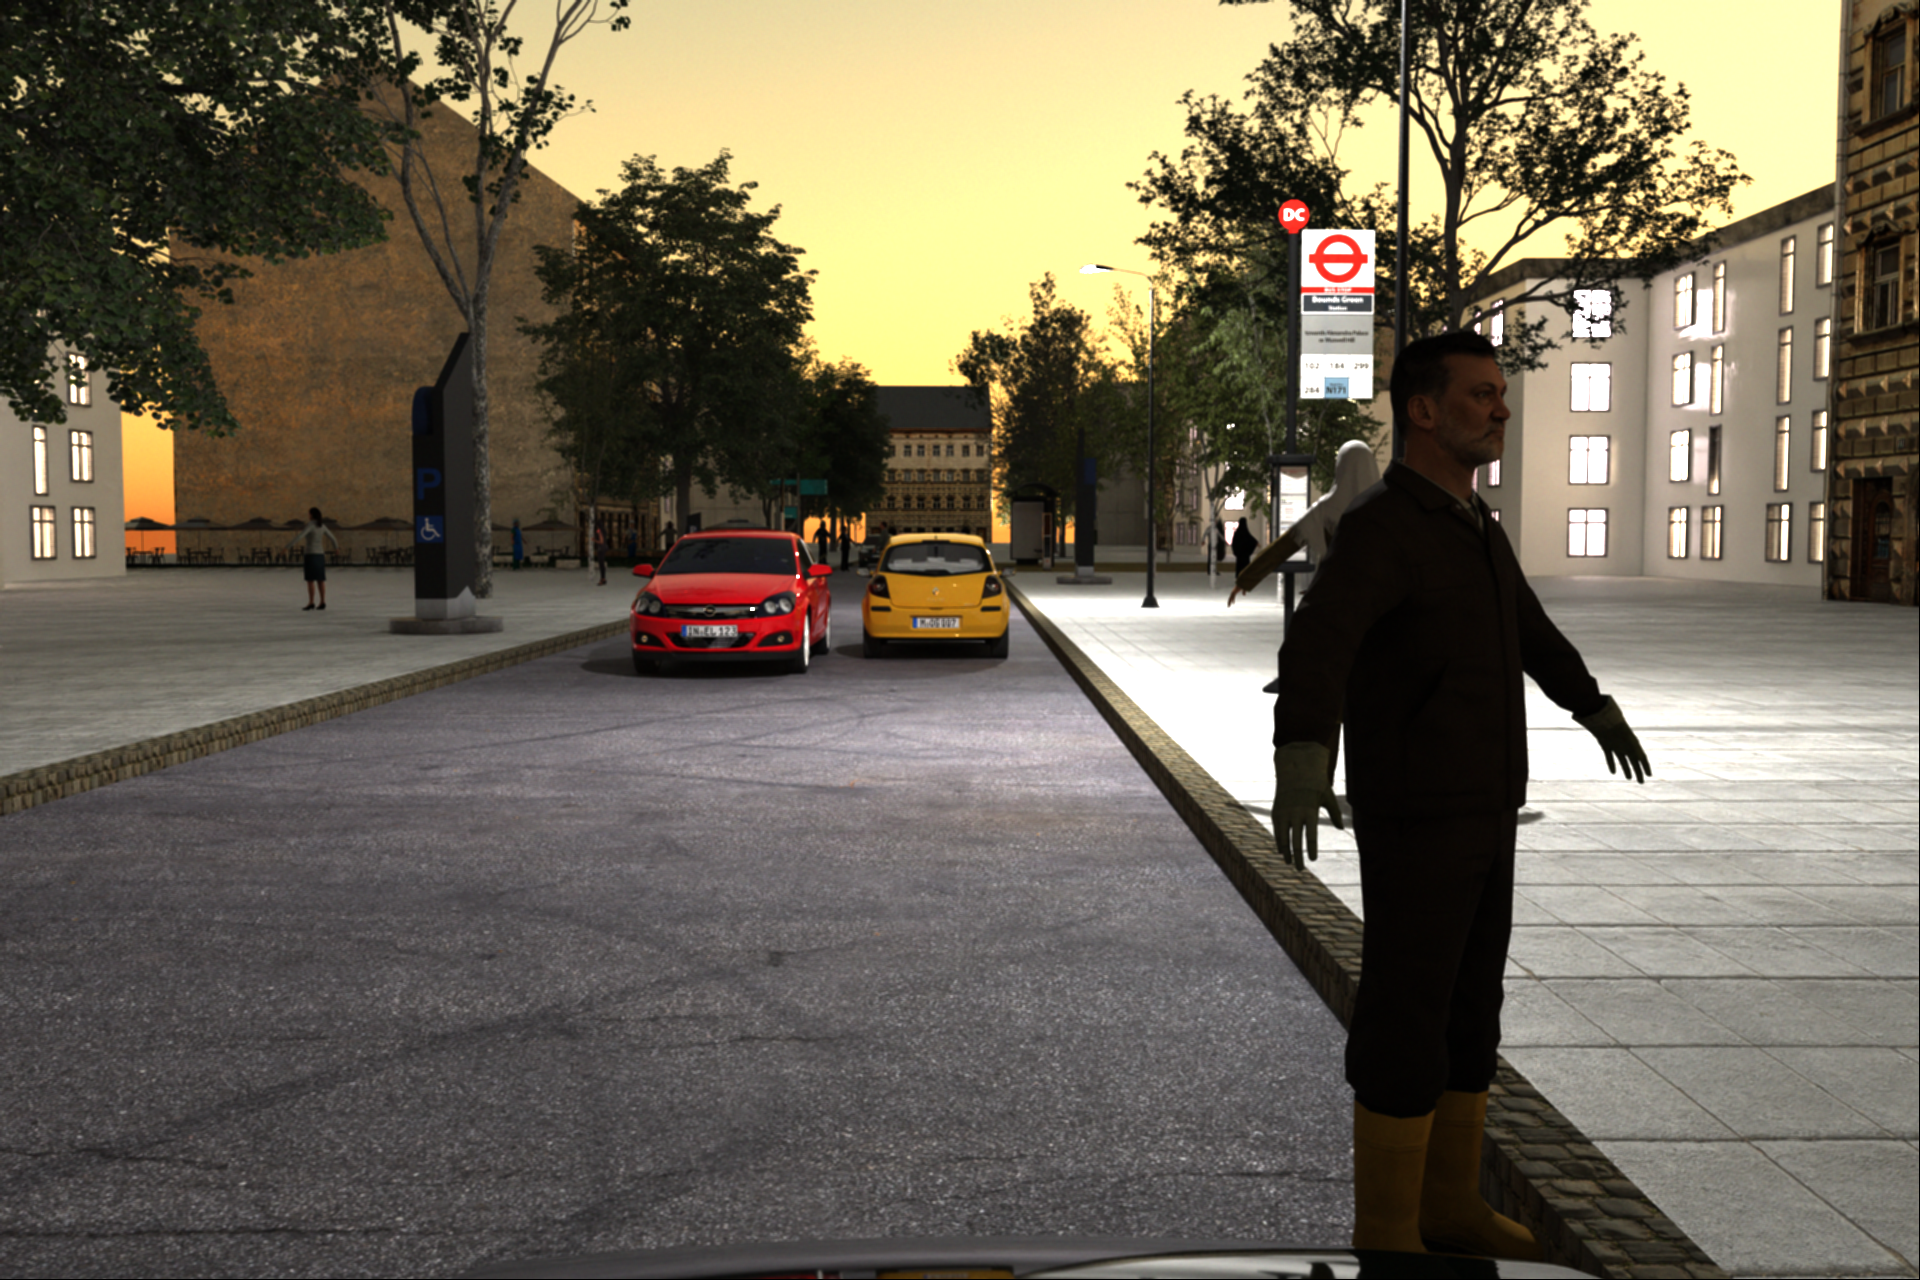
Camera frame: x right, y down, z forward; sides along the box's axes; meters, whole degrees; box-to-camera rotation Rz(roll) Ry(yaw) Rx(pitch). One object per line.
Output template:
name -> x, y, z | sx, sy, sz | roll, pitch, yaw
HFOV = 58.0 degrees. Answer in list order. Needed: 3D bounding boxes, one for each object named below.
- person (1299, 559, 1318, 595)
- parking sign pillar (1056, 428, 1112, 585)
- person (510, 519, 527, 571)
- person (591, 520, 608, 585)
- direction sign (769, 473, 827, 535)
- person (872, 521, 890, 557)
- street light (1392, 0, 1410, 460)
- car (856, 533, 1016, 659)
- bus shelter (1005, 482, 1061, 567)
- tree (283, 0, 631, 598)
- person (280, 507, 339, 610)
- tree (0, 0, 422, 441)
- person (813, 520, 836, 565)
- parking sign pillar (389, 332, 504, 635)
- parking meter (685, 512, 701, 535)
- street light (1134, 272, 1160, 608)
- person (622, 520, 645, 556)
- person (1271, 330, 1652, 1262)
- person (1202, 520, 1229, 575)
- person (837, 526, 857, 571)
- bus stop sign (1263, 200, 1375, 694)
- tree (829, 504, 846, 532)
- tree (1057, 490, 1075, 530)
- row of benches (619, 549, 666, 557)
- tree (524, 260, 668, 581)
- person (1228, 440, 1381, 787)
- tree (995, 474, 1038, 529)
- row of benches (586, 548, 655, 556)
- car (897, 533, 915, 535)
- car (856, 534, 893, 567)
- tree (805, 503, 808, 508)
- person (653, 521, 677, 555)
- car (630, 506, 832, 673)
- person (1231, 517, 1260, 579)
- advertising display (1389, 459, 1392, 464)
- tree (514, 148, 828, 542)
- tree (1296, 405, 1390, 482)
person -> 7.384, -1.875, 36.807 | 0.704, 1.811, 1.347 | 0, 4, 5
parking sign pillar -> 3.212, -3.435, 44.630 | 1.447, 3.967, 1.447 | 0, 4, 0
person -> -15.331, -3.296, 60.018 | 0.704, 1.817, 1.347 | 0, 4, 5
person -> -9.040, -2.195, 43.398 | 0.415, 1.643, 0.593 | -3, 4, -38
direction sign -> -7.034, -5.343, 76.127 | 2.525, 3.948, 1.411 | 0, 4, 1
person -> -2.173, -2.451, 48.805 | 0.705, 1.796, 1.348 | 1, 4, 14
street light -> 3.404, -2.365, 11.209 | 1.470, 5.913, 1.316 | 0, 3, 0
car -> -0.295, -0.682, 21.370 | 2.015, 1.641, 3.980 | 0, 4, -1
bus shelter -> 2.894, -4.638, 69.757 | 2.014, 3.302, 5.546 | 0, 4, 0
tree -> -11.023, -10.923, 34.487 | 12.611, 20.169, 13.585 | 0, 3, 0
person -> -10.983, -1.376, 29.330 | 0.721, 1.735, 1.217 | 2, 4, 27
tree -> -9.461, -6.675, 15.795 | 9.857, 13.997, 8.962 | 0, 3, 0
person -> -5.680, -4.050, 71.998 | 0.705, 1.856, 1.354 | 3, 5, 40
parking sign pillar -> -6.734, -2.087, 22.601 | 1.447, 3.967, 1.447 | 0, 4, 0
parking meter -> -7.181, -2.505, 46.661 | 0.399, 1.863, 0.255 | 0, 4, -1
street light -> 3.853, -3.513, 29.985 | 1.470, 5.913, 1.316 | 0, 4, 0
person -> -13.114, -3.884, 69.368 | 0.705, 1.847, 1.347 | 2, 4, 29
person -> 0.938, 0.324, 3.301 | 0.704, 1.812, 1.346 | 3, 5, 44
person -> 7.953, -2.945, 54.301 | 0.704, 1.810, 1.344 | 3, 5, 44
person -> -4.353, -3.505, 66.493 | 0.721, 1.740, 1.216 | 2, 4, 35
bus stop sign -> 2.885, -1.544, 13.940 | 0.855, 3.939, 0.416 | 0, 3, 0
tree -> -16.802, -18.490, 252.672 | 4.360, 8.622, 3.978 | 0, 3, 0
tree -> 17.139, -20.350, 250.849 | 7.486, 12.596, 7.792 | 0, 3, 0
row of benches -> -12.553, -3.548, 73.465 | 4.104, 0.672, 1.422 | -2, 4, -26
tree -> -10.059, -5.894, 46.735 | 4.360, 8.622, 3.978 | 0, 3, 0
person -> 1.937, -0.109, 8.557 | 1.217, 1.736, 0.721 | 1, 4, 11
tree -> 8.901, -20.651, 255.773 | 7.486, 12.596, 7.792 | 0, 3, 0
row of benches -> -14.795, -3.745, 76.696 | 1.422, 0.672, 4.104 | 3, 4, 36
car -> -2.971, -5.493, 98.856 | 2.155, 1.783, 4.494 | 0, 4, 0
car -> -3.528, -4.068, 76.302 | 2.009, 1.686, 4.222 | 0, 3, 0
tree -> -25.744, -21.118, 251.941 | 9.857, 13.997, 8.962 | 0, 3, 0
person -> -11.588, -3.861, 69.261 | 1.348, 1.813, 0.705 | -1, 4, -16
car -> -2.448, -0.618, 19.140 | 2.155, 1.783, 4.494 | 0, 4, 0
person -> 7.698, -2.441, 46.704 | 0.721, 1.737, 1.214 | -2, 4, -26
advertising display -> 3.749, -0.567, 14.485 | 0.123, 1.923, 0.974 | 0, 4, 0
tree -> -9.210, -9.174, 56.648 | 9.857, 13.997, 8.962 | 0, 3, 0
tree -> 16.200, -7.612, 74.815 | 4.737, 8.622, 4.395 | 0, 3, 0
